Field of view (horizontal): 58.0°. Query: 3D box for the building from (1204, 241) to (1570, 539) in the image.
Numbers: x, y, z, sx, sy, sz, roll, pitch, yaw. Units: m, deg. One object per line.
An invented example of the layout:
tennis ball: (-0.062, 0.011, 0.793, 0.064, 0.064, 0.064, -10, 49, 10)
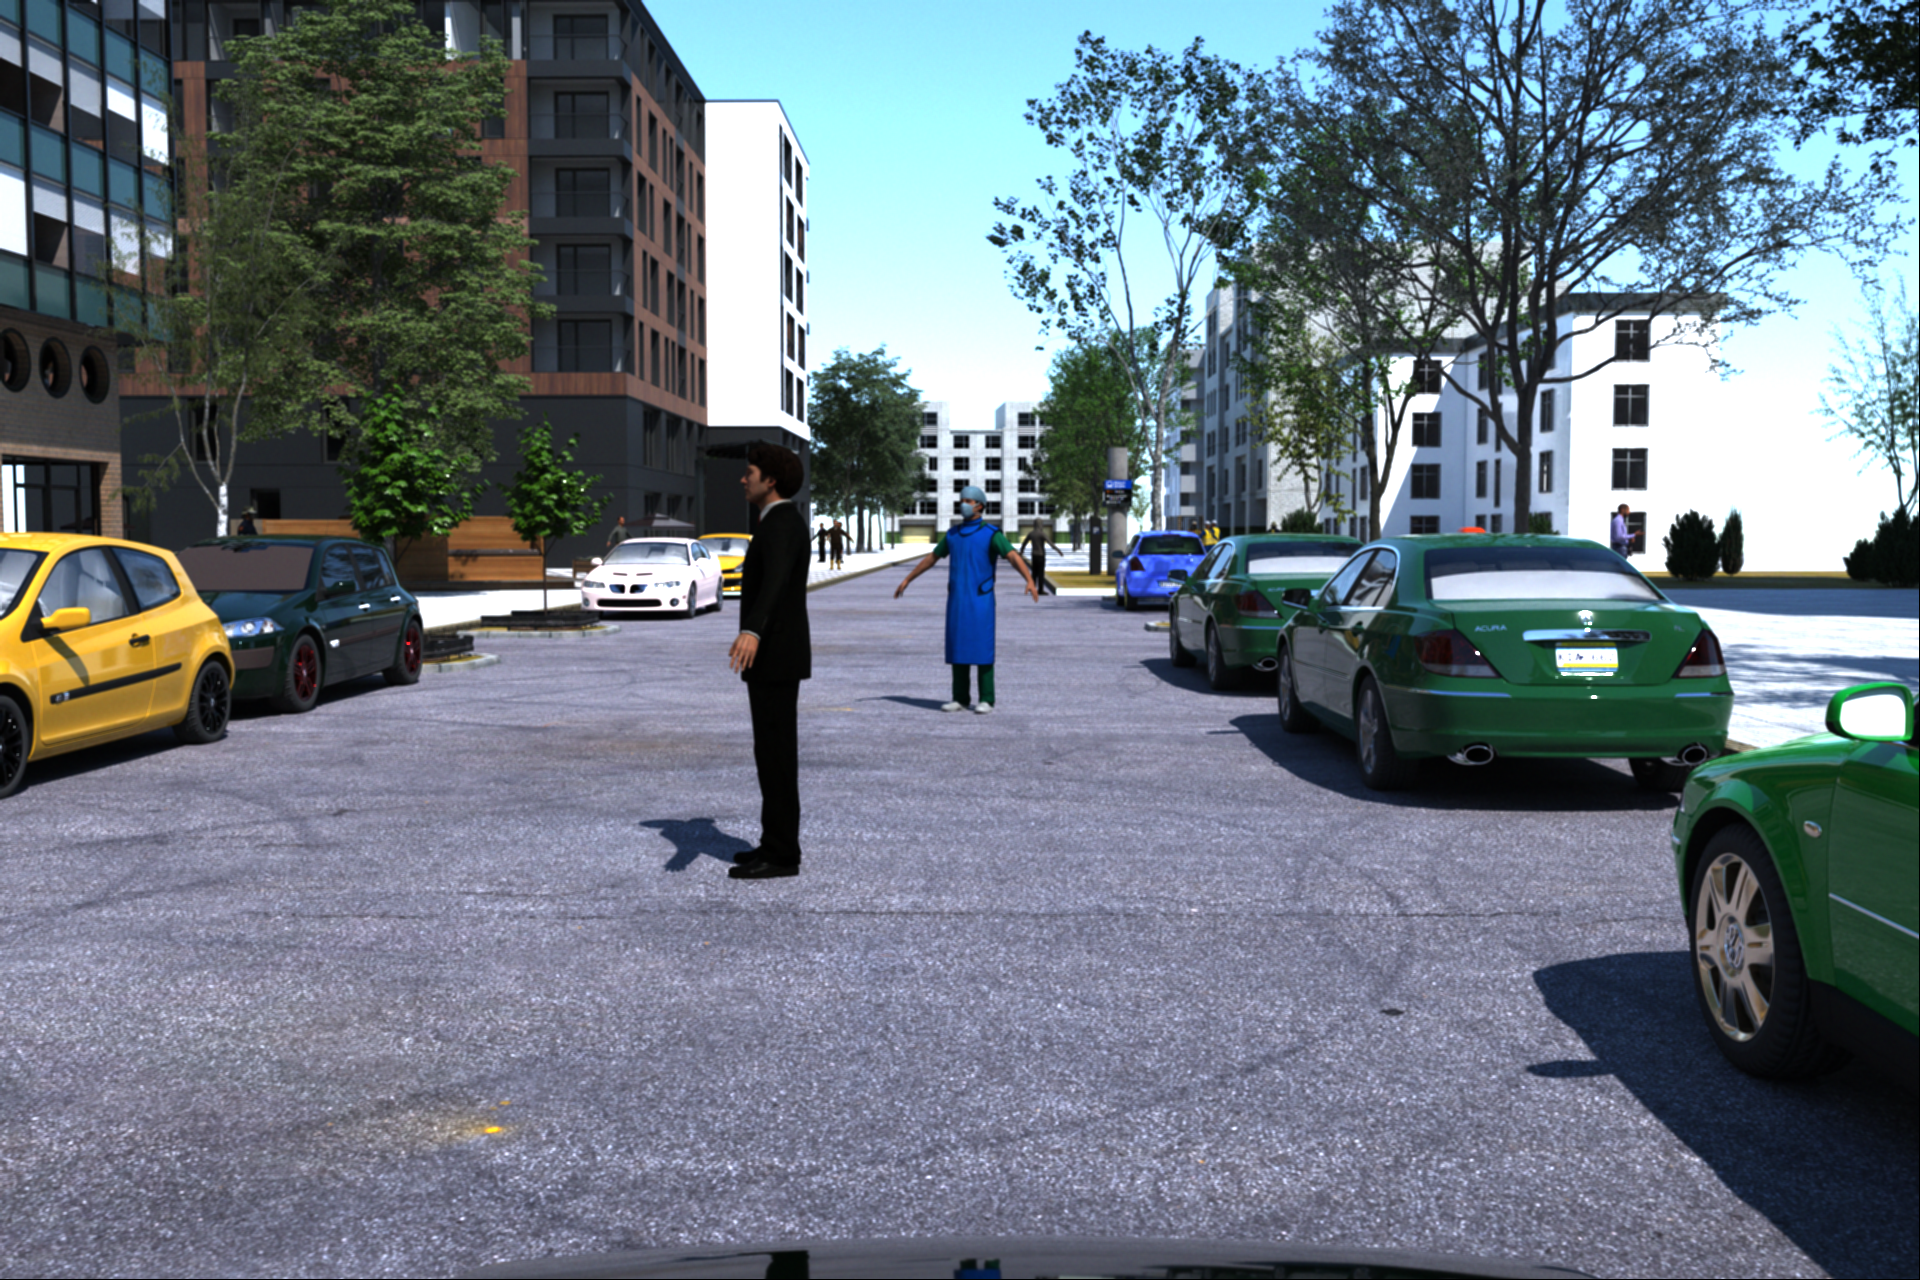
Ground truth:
building: (26.230, -15.104, 113.409, 16.747, 18.905, 31.486, 0, 4, 1)

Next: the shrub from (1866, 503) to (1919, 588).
shrub: (22.720, -2.284, 41.755, 1.690, 2.028, 1.600, 0, 3, 0)

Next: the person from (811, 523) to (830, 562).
person: (-6.288, -4.423, 78.542, 0.704, 1.802, 1.346, -3, 5, -42)

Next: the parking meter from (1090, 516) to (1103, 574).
parking meter: (4.340, -3.029, 55.235, 0.399, 1.863, 0.255, 0, 4, 0)

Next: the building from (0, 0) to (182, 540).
building: (-30.769, -13.246, 23.152, 21.656, 26.213, 47.522, 0, 4, 1)

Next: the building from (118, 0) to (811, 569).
building: (-22.508, -14.432, 79.931, 27.936, 21.610, 32.646, 0, 4, 1)

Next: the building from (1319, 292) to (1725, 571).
building: (22.381, -8.086, 74.352, 9.099, 9.664, 28.070, 0, 4, 2)

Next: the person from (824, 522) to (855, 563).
person: (-5.300, -4.270, 75.966, 1.345, 1.843, 0.704, -1, 4, -16)

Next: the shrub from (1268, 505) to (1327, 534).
shrub: (9.353, -2.668, 47.663, 1.661, 2.075, 1.752, 0, 3, 0)

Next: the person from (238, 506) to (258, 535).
person: (-14.105, -1.749, 34.465, 0.704, 1.845, 1.351, 0, 4, -5)

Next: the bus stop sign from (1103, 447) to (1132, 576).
bus stop sign: (4.806, -3.904, 52.851, 0.837, 3.901, 0.837, 0, 4, 2)

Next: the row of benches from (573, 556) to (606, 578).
row of benches: (-9.209, -2.032, 48.679, 4.104, 0.672, 1.422, 2, 4, 34)

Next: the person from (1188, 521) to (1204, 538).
person: (10.293, -4.305, 76.148, 1.354, 1.858, 0.705, -1, 4, -9)

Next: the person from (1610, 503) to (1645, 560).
person: (12.193, -1.575, 31.660, 0.599, 1.838, 0.709, 1, 4, 17)

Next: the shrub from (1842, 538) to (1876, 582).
shrub: (24.444, -2.186, 46.856, 1.383, 1.207, 1.383, 0, 3, 0)

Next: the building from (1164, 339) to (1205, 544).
building: (25.097, -19.089, 168.530, 16.016, 20.090, 11.380, 0, 4, 1)

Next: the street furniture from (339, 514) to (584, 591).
street furniture: (-13.745, -2.179, 42.489, 11.010, 1.723, 9.812, -2, 4, -25)

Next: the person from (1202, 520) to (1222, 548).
person: (10.036, -3.831, 68.606, 0.705, 1.833, 1.349, 3, 5, 41)

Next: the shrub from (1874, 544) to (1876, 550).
shrub: (29.323, -2.690, 55.099, 1.383, 1.207, 1.383, 0, 3, 0)

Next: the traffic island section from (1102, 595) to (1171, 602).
traffic island section: (4.101, -0.903, 37.638, 1.991, 0.108, 1.994, 0, 4, 1)

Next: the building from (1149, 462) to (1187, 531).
building: (27.892, -15.914, 202.344, 9.099, 9.664, 28.070, 0, 4, 1)

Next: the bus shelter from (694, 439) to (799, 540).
bus shelter: (-5.575, -3.347, 46.000, 1.731, 3.624, 6.357, 0, 4, 3)

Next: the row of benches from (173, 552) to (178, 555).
row of benches: (-26.649, -2.724, 59.994, 1.422, 0.672, 4.104, -3, 4, -37)

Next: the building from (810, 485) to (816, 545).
building: (-21.397, -16.024, 204.132, 9.099, 9.664, 28.070, 0, 4, 1)

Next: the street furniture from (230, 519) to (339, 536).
street furniture: (-18.599, -2.938, 54.895, 11.010, 1.723, 9.812, 3, 5, 39)

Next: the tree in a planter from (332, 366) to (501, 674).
tree in a planter: (-6.082, -1.308, 18.609, 1.991, 3.239, 1.994, 0, 4, 2)

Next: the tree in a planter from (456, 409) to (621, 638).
tree in a planter: (-5.955, -1.685, 24.772, 1.991, 3.239, 1.994, 0, 4, 1)

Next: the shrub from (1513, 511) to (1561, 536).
shrub: (18.320, -3.104, 55.162, 1.690, 2.028, 1.600, 0, 3, 0)

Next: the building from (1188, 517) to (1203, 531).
building: (29.512, -20.092, 184.930, 16.016, 20.090, 11.380, 0, 4, 1)

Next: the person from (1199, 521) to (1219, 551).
person: (9.301, -3.558, 64.630, 1.216, 1.772, 0.721, -3, 5, -42)

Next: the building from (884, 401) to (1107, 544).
building: (5.461, -22.509, 236.929, 31.486, 18.905, 16.747, 0, 4, -4)

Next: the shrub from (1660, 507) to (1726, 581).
shrub: (20.016, -2.623, 47.301, 1.690, 2.028, 1.600, 0, 3, 0)

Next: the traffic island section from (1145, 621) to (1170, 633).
traffic island section: (3.788, -0.186, 25.912, 1.991, 0.108, 1.994, 0, 4, 1)

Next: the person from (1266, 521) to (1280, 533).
person: (14.301, -4.474, 78.937, 1.354, 1.856, 0.705, 1, 4, 22)

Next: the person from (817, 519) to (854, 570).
person: (-4.466, -3.422, 62.093, 1.346, 1.812, 0.704, 0, 4, -7)
